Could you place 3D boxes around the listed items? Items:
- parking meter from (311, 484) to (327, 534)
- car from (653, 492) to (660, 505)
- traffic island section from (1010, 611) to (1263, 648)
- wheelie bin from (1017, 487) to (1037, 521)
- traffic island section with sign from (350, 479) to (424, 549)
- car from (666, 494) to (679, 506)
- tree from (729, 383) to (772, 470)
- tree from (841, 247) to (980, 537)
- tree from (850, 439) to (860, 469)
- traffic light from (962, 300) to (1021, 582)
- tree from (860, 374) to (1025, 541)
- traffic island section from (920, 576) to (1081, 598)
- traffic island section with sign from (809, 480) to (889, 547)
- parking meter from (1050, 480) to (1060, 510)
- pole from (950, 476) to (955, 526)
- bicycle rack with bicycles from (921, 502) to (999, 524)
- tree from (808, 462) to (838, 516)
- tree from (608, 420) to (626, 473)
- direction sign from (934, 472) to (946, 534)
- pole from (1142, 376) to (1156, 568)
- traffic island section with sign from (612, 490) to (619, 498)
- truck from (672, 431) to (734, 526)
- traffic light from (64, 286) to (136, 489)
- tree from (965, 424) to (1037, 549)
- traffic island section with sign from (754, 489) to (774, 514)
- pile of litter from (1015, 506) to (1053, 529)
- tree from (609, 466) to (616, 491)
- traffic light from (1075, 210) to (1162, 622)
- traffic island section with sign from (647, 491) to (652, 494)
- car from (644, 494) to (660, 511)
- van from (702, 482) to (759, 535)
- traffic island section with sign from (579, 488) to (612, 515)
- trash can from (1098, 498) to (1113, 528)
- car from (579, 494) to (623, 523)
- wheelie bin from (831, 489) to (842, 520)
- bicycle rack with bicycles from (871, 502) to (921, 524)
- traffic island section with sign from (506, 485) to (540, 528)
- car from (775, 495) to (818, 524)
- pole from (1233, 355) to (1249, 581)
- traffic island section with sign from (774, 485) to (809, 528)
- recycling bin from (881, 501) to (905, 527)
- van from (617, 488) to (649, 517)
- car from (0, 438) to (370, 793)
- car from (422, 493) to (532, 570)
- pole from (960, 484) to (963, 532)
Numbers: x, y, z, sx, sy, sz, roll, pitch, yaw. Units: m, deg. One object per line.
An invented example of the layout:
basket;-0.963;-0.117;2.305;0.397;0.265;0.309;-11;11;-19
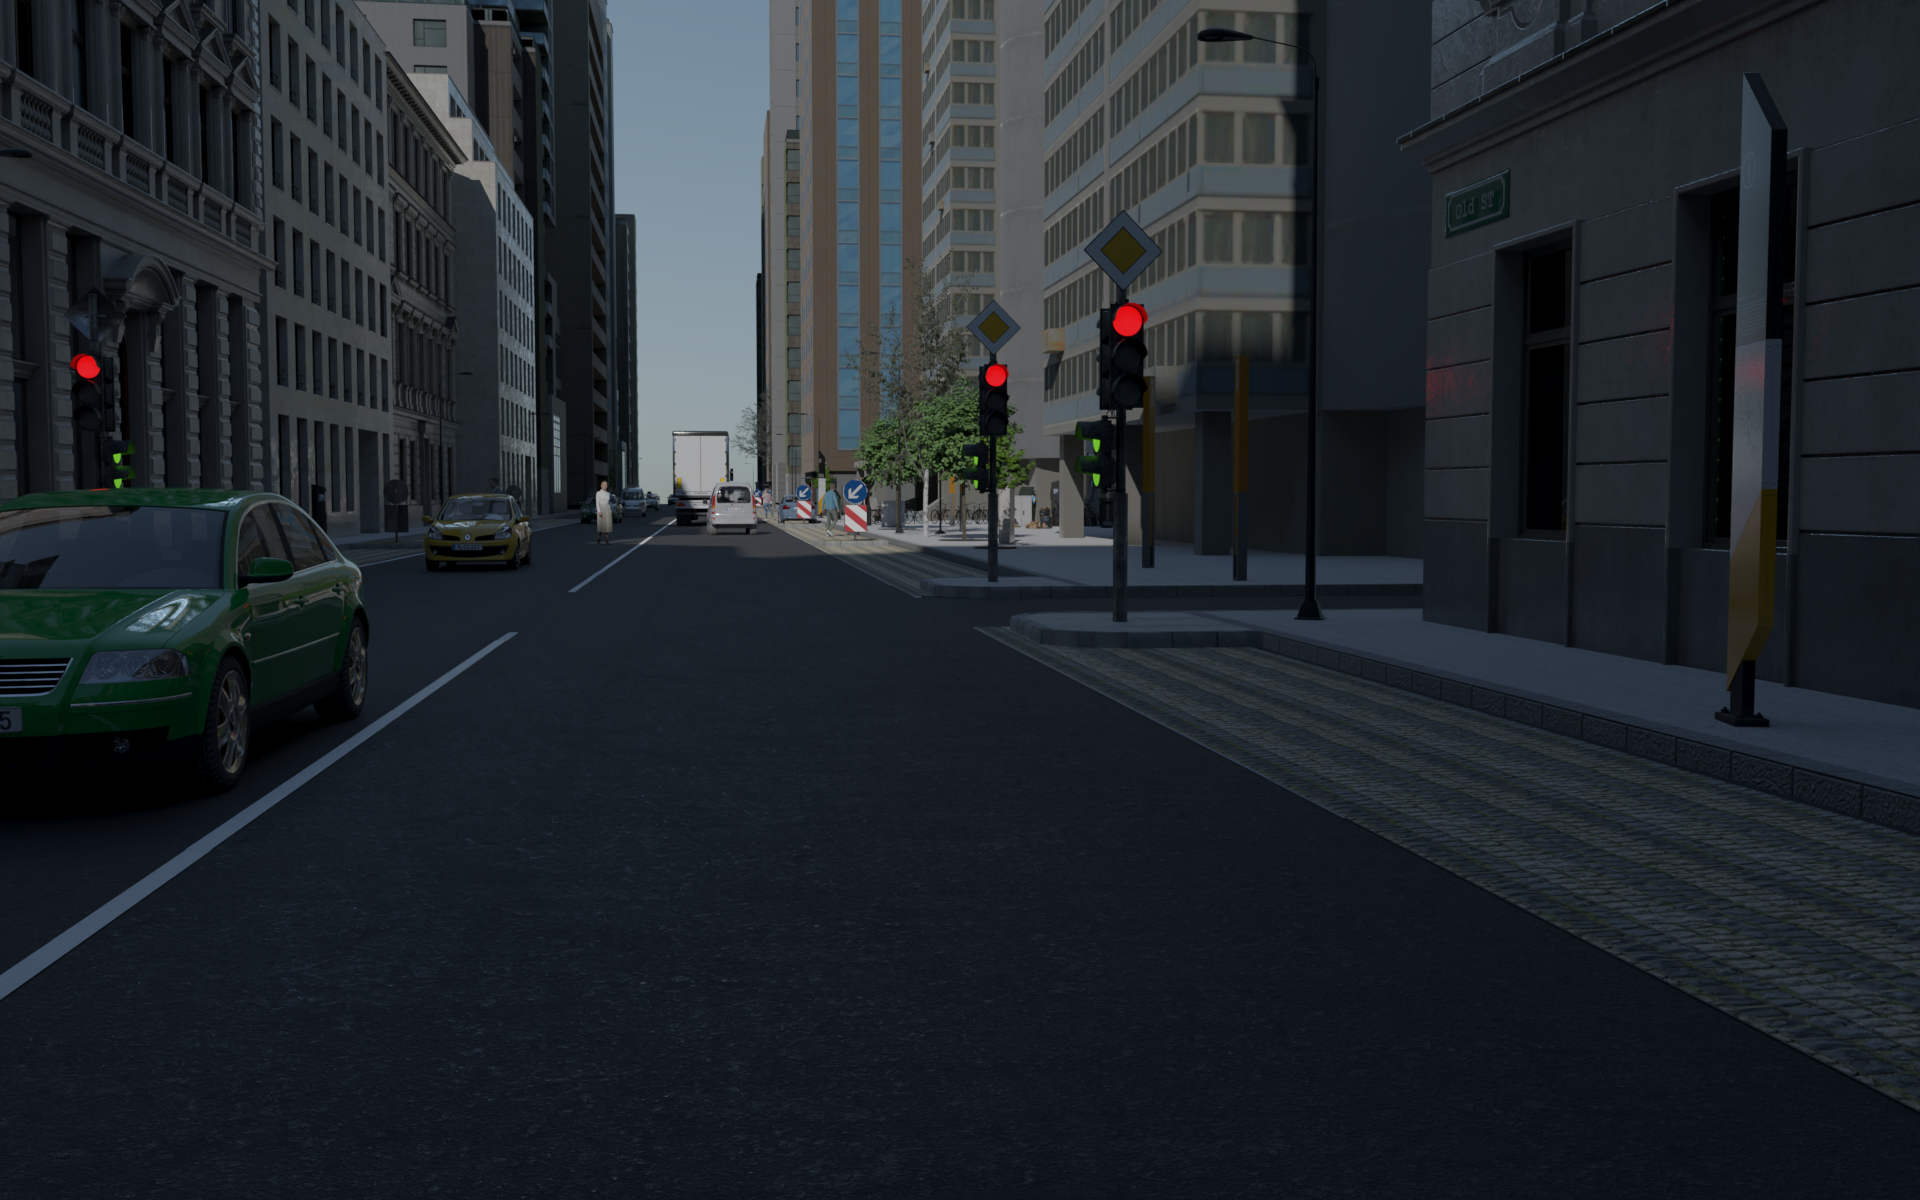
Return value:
parking meter;-16.657;-2.239;45.023;0.372;1.533;0.369;0;3;0
car;-41.838;-13.862;236.228;1.945;1.707;3.694;-1;4;-8
traffic island section;1.631;0.297;17.430;2.009;0.180;2.903;0;4;-8
wheelie bin;2.876;-4.073;74.501;0.980;1.594;0.693;2;4;29
traffic island section with sign;-14.871;-2.262;45.613;1.989;1.847;2.006;0;4;-8
car;-35.975;-12.753;218.295;2.009;1.686;4.222;-1;4;-9
tree;-19.342;-16.767;184.507;12.009;13.543;11.850;0;3;0
tree;-1.161;-6.212;51.936;4.360;8.622;3.978;0;3;0
tree;-2.334;-4.822;62.559;4.285;4.588;4.351;0;3;0
traffic light;0.462;-2.220;25.216;0.839;4.253;0.868;0;4;-8
tree;0.190;-3.907;47.599;4.285;4.588;4.351;0;3;0
traffic island section;0.503;-0.187;25.335;2.009;0.180;2.903;0;4;-8
traffic island section with sign;-3.063;-2.406;47.960;1.989;1.847;2.006;0;4;-8
parking meter;3.962;-4.063;72.147;0.399;1.863;0.255;0;4;0
pole;-0.310;-4.633;69.595;0.158;3.312;0.155;0;3;0
bicycle rack with bicycles;0.385;-3.708;74.003;2.852;0.926;2.925;-2;4;-28
tree;-7.943;-6.615;102.763;1.663;3.219;1.824;0;3;0
tree;-35.420;-13.594;172.620;4.360;8.622;3.978;0;3;0
direction sign;-0.635;-3.900;55.756;0.876;3.537;0.379;3;4;36
pole;3.274;-2.213;30.022;0.158;3.312;0.155;0;3;0
traffic island section with sign;-29.680;-8.607;149.347;1.989;1.847;2.006;0;4;-8
truck;-12.208;-5.713;82.325;2.839;4.237;11.283;0;4;-7
traffic light;-11.675;-2.113;23.474;0.839;4.253;0.868;0;4;-8
tree;0.729;-2.814;40.618;1.663;3.219;1.824;0;3;0
traffic island section with sign;-13.959;-7.073;124.270;1.989;1.847;2.006;0;4;-8
pile of litter;2.905;-3.079;64.315;1.176;0.858;1.719;2;4;26
tree;-34.654;-11.229;167.305;4.285;4.588;4.351;0;3;0
traffic light;1.590;-1.736;17.310;0.839;4.253;0.868;0;4;-8
traffic island section with sign;-41.264;-13.575;230.570;1.989;1.847;2.006;0;4;-8
car;-26.932;-8.422;149.502;2.131;1.459;4.920;0;4;-8
van;-8.187;-3.364;62.014;2.013;2.044;4.112;-1;4;-10
traffic island section with sign;-25.803;-6.945;122.179;1.989;1.847;2.006;0;4;-8
trash can;5.552;-3.292;65.481;0.748;1.137;0.748;0;3;0
car;-17.777;-4.536;85.963;2.131;1.459;4.920;0;4;-7
wheelie bin;-6.217;-4.782;86.096;0.693;1.594;0.980;0;4;1
bicycle rack with bicycles;-2.860;-3.765;74.938;2.925;0.926;2.852;-1;4;-16
traffic island section with sign;-18.775;-3.935;72.963;1.989;1.847;2.006;0;4;-8
car;-7.710;-4.274;81.875;2.014;1.417;4.499;0;4;-8
pole;4.143;-1.939;25.546;0.158;3.312;0.155;0;3;0
traffic island section with sign;-6.871;-4.038;74.646;1.989;1.847;2.006;0;4;-8
recycling bin;-2.584;-3.324;66.895;0.722;1.027;0.722;1;4;21
van;-20.851;-6.322;110.375;2.013;2.044;4.112;-1;4;-10
car;-4.550;-0.049;9.603;1.959;1.807;4.718;0;4;-7
car;-9.384;-1.445;33.845;2.015;1.641;3.980;-1;4;-9
pole;0.084;-3.962;58.624;0.158;3.312;0.155;0;3;0
